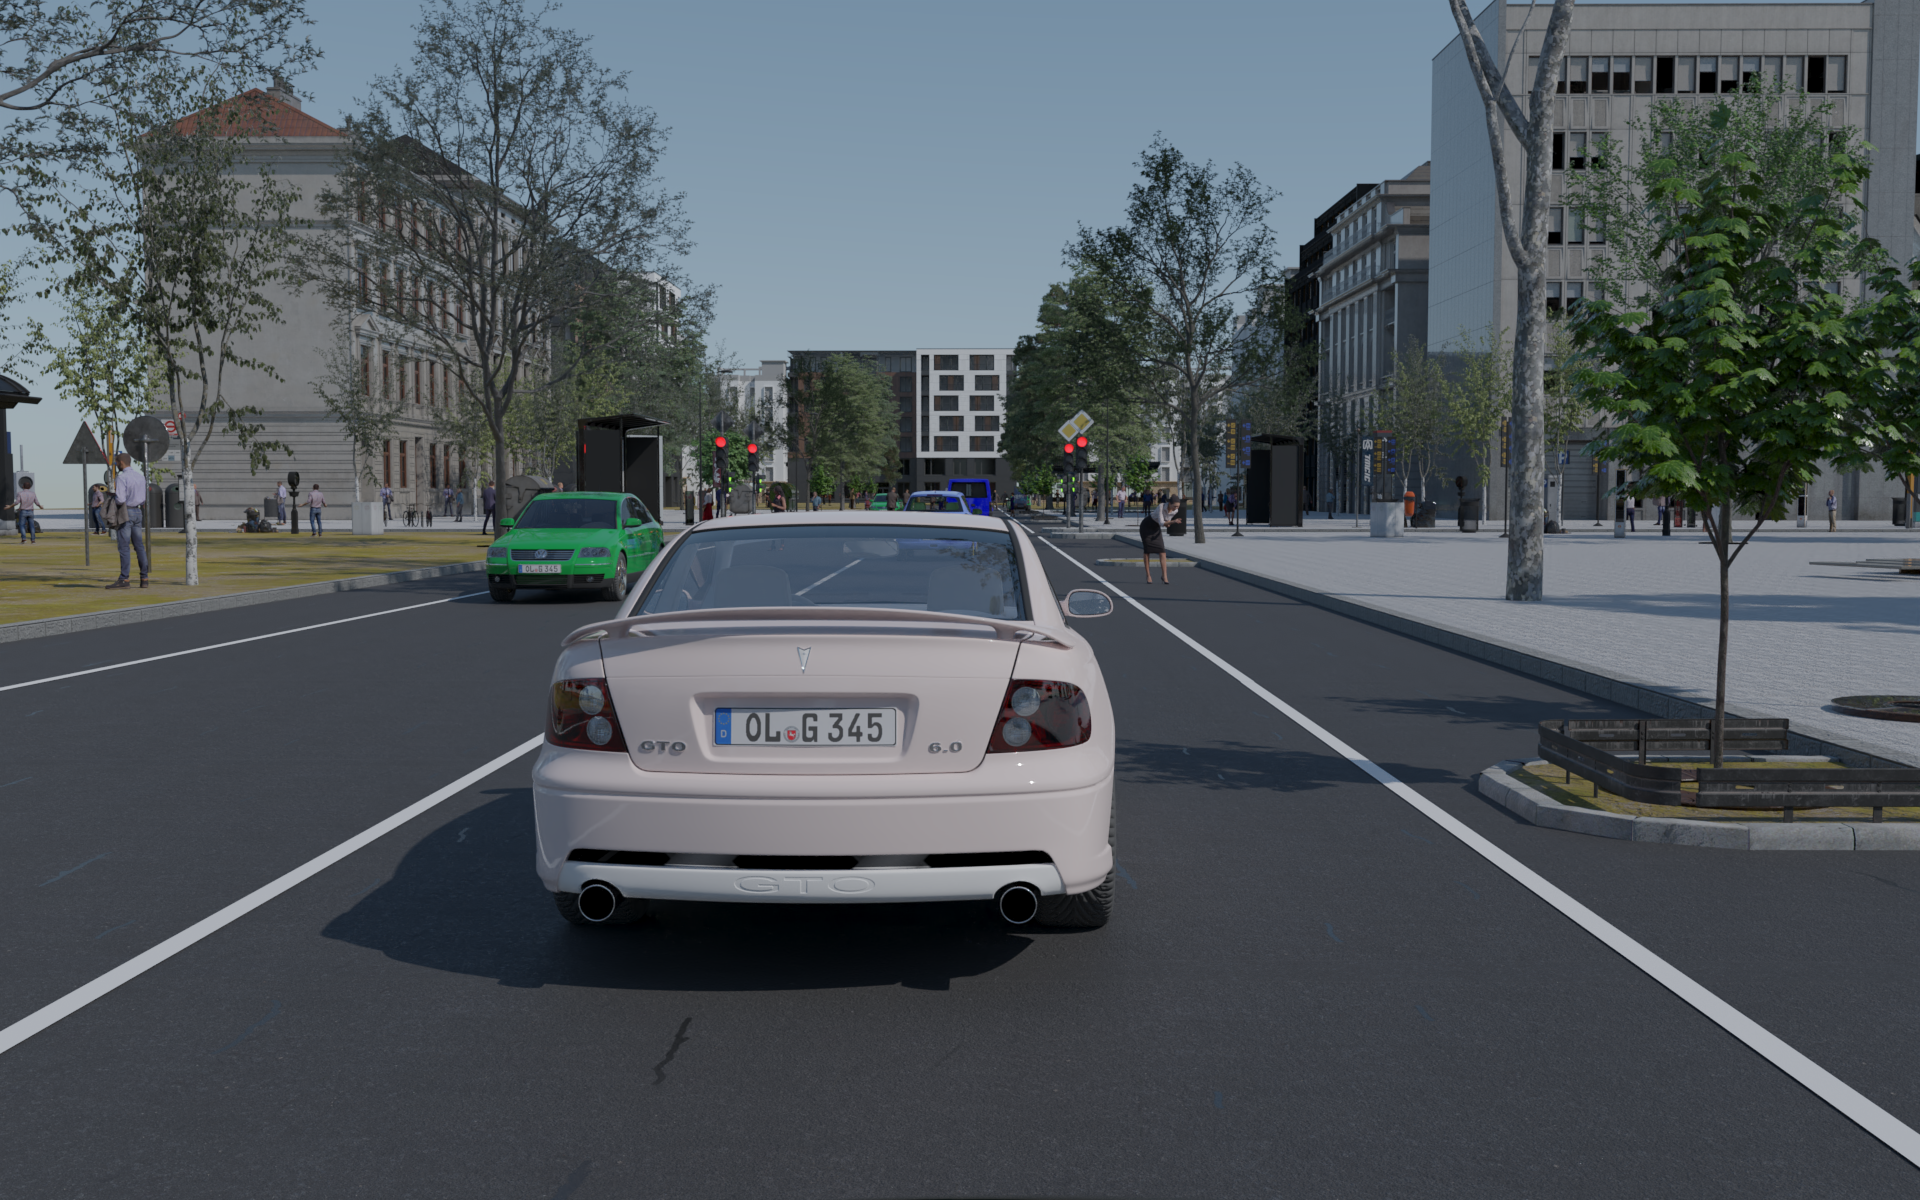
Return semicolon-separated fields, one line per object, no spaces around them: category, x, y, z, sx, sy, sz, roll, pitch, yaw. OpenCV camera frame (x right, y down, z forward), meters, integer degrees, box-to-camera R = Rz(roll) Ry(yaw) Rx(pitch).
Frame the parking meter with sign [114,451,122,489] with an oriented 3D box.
parking meter with sign;-33.318;-4.451;69.041;1.738;3.016;0.543;3;5;43

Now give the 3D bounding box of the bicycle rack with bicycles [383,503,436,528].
bicycle rack with bicycles;-21.654;-3.290;67.179;2.852;0.926;2.925;-1;4;-18

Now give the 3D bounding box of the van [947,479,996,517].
van;0.397;-4.155;72.317;2.240;2.365;5.245;0;4;1

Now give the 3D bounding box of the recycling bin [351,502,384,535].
recycling bin;-18.593;-2.557;54.361;0.722;1.027;0.722;1;4;10

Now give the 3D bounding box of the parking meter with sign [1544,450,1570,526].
parking meter with sign;23.463;-4.449;69.004;1.738;3.016;0.543;-2;4;-31

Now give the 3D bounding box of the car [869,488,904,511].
car;-4.298;-5.685;101.742;1.959;1.807;4.718;0;4;2

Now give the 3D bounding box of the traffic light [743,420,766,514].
traffic light;-7.716;-4.630;64.937;0.839;4.213;0.868;0;4;1

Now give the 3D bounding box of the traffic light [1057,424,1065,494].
traffic light;4.045;-4.623;64.834;0.839;4.213;0.868;0;4;1

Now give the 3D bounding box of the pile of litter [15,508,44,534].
pile of litter;-30.793;-2.602;56.501;1.719;0.858;1.176;-3;5;-41

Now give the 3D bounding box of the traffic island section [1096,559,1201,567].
traffic island section;3.779;-0.753;35.177;1.991;0.108;1.994;0;4;1

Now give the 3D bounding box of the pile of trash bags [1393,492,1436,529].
pile of trash bags;17.144;-3.436;65.928;1.912;1.369;3.447;1;4;15

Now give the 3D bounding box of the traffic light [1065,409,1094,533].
traffic light;3.964;-4.135;56.849;0.839;4.213;0.868;0;4;1

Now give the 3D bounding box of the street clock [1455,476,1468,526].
street clock;19.993;-3.946;69.082;0.358;2.002;0.471;-2;4;-28

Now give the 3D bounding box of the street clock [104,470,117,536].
street clock;-25.629;-2.922;52.345;0.471;2.002;0.358;2;4;35

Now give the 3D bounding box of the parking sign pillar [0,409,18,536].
parking sign pillar;-30.012;-3.981;53.559;1.447;3.967;1.447;0;4;4

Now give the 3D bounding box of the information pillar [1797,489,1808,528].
information pillar;32.170;-3.770;66.131;0.304;2.012;0.304;3;5;40

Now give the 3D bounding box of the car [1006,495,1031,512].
car;4.661;-7.881;137.646;1.959;1.807;4.718;0;4;-1

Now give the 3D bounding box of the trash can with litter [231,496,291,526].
trash can with litter;-28.519;-3.644;70.638;2.233;1.210;1.678;-1;4;-21

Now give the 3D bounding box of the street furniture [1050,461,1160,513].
street furniture;10.070;-7.908;121.402;7.346;3.524;5.398;0;4;0

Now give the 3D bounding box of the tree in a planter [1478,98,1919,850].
tree in a planter;3.490;-0.651;7.865;1.991;3.239;1.994;0;4;1

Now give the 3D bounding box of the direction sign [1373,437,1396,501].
direction sign;16.713;-4.664;68.248;0.876;3.537;0.379;0;4;5

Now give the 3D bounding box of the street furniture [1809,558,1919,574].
street furniture;19.525;-1.107;24.948;11.010;1.723;9.812;-1;4;-16

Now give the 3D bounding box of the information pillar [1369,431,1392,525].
information pillar;17.238;-4.980;70.799;0.750;3.857;0.750;0;4;-2

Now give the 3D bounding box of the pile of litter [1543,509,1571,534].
pile of litter;18.940;-2.589;56.289;1.176;0.858;1.719;-3;5;-43

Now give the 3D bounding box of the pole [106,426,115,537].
pole;-25.281;-3.532;51.589;0.158;3.312;0.155;0;3;0

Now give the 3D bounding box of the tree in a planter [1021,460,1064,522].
tree in a planter;4.329;-5.645;89.525;1.991;3.239;1.994;0;4;1

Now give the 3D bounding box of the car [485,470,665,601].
car;-5.362;-0.963;24.541;1.959;1.807;4.718;0;4;1

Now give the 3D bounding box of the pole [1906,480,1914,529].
pole;35.216;-4.301;64.161;0.158;3.312;0.155;0;3;0

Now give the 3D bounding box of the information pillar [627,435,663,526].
information pillar;-12.639;-4.786;69.568;0.184;3.620;1.656;3;5;42

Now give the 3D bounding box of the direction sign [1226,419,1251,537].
direction sign;8.409;-3.693;52.373;0.876;3.537;0.379;-2;4;-24

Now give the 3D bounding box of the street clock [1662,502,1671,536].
street clock;21.701;-2.972;53.159;0.358;2.002;0.471;3;5;44

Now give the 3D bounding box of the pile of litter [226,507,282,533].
pile of litter;-23.471;-2.661;57.465;1.719;0.858;1.176;0;4;-3

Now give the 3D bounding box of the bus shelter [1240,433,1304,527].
bus shelter;12.501;-4.801;69.782;1.731;3.624;6.357;0;4;1

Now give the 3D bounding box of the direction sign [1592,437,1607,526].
direction sign;25.513;-4.719;69.148;0.876;3.537;0.379;-2;4;-33

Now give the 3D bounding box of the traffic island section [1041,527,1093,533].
traffic island section;4.085;-2.610;64.946;2.009;0.180;2.903;0;4;1

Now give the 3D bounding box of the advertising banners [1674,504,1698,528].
advertising banners;27.665;-4.306;66.588;0.090;3.025;2.074;-1;4;-15

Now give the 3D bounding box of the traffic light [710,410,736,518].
traffic light;-7.797;-4.141;56.953;0.839;4.213;0.868;0;4;1

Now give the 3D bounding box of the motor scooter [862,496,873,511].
motor scooter;-6.775;-7.027;127.664;0.815;1.314;1.986;0;4;1

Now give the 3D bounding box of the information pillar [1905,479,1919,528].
information pillar;36.543;-4.674;65.803;0.750;3.857;0.750;0;4;3

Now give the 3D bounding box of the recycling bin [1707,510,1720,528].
recycling bin;28.741;-3.253;65.745;0.722;1.027;0.722;2;4;27

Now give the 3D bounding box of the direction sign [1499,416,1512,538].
direction sign;16.013;-3.593;50.747;0.379;3.537;0.876;3;5;39

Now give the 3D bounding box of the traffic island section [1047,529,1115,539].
traffic island section;4.004;-2.121;56.962;2.009;0.180;2.903;0;4;1

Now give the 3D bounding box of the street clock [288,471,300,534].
street clock;-21.357;-3.118;55.556;0.358;2.002;0.471;0;4;-1

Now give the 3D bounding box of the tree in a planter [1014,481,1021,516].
tree in a planter;4.610;-7.293;116.467;1.991;3.239;1.994;0;4;1

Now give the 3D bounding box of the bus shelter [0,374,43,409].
bus shelter;-16.168;-1.954;25.877;2.014;3.302;5.546;0;4;1

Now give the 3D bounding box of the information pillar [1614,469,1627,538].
information pillar;19.352;-2.828;50.728;0.304;2.012;0.304;2;4;27

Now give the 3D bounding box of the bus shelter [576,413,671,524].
bus shelter;-10.309;-3.802;53.442;1.731;3.624;6.357;0;4;0

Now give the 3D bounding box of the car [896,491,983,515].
car;-0.483;-1.753;38.261;1.945;1.707;3.694;0;4;2

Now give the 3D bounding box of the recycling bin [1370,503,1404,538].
recycling bin;12.714;-2.386;51.559;0.722;1.027;0.722;-2;4;-27

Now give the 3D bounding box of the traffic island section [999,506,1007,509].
traffic island section;5.389;-10.449;193.704;1.991;0.108;1.994;0;4;1

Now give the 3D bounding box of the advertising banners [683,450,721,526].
advertising banners;-10.374;-4.510;69.922;2.074;3.025;0.090;2;4;32

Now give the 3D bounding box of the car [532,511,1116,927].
car;-0.380;0.320;7.131;2.083;1.381;4.827;0;4;1
